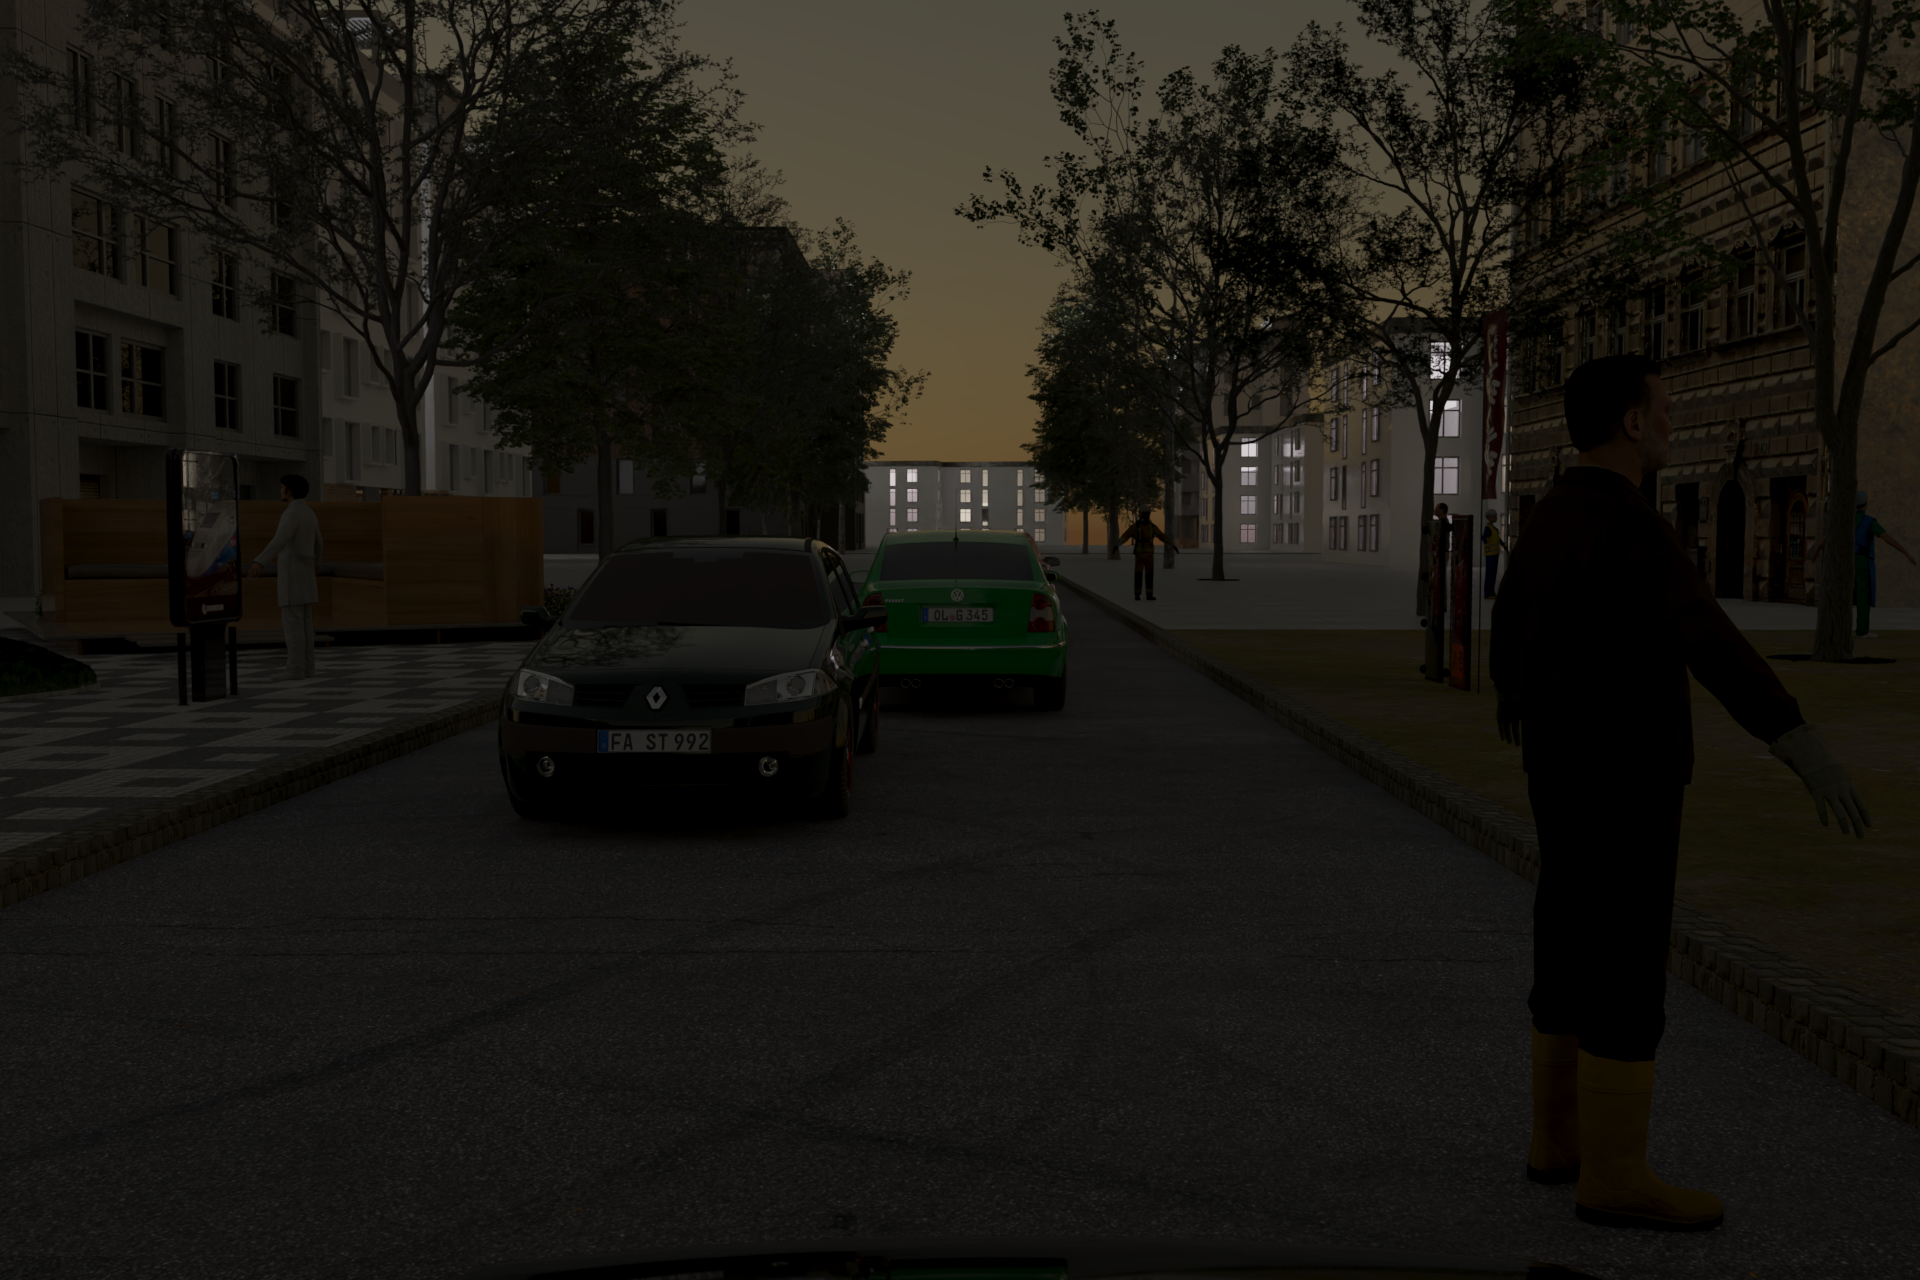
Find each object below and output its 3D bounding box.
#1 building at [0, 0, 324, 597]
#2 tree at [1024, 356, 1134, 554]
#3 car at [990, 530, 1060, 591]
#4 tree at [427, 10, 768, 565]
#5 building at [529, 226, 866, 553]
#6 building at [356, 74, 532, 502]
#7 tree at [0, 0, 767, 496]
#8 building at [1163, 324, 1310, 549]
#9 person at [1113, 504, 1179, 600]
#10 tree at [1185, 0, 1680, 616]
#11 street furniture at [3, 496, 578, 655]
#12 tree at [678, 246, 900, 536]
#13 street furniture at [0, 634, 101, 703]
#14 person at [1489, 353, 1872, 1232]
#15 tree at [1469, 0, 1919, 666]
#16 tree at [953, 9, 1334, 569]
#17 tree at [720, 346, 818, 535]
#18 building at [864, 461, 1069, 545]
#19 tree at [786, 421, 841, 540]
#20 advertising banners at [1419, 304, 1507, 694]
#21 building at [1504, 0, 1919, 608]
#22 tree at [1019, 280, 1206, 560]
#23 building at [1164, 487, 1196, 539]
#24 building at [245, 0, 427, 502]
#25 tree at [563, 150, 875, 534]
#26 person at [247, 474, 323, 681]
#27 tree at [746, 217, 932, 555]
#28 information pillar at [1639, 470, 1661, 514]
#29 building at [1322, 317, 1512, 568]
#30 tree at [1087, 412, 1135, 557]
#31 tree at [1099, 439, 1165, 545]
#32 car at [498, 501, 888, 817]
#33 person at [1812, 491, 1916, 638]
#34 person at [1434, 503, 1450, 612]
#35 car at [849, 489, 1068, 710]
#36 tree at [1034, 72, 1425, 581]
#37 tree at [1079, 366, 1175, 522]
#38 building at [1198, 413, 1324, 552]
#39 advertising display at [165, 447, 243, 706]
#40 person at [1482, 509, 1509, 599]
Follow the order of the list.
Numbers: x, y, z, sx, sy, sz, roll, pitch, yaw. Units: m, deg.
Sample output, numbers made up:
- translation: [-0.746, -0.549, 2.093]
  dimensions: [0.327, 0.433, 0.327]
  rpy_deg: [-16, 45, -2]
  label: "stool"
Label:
- translation: [-27.110, -10.297, 34.809]
  dimensions: [16.747, 18.905, 31.486]
  rpy_deg: [0, 4, 0]
  label: "building"
- translation: [7.682, -11.726, 109.850]
  dimensions: [7.486, 12.596, 7.792]
  rpy_deg: [0, 3, 0]
  label: "tree"
- translation: [0.354, -0.929, 24.222]
  dimensions: [2.155, 1.783, 4.494]
  rpy_deg: [0, 3, 0]
  label: "car"
- translation: [-8.363, -7.371, 38.650]
  dimensions: [7.486, 12.596, 7.792]
  rpy_deg: [0, 3, 0]
  label: "tree"
- translation: [-22.011, -17.588, 131.541]
  dimensions: [27.936, 21.610, 32.646]
  rpy_deg: [0, 3, 0]
  label: "building"
- translation: [-26.299, -13.236, 72.828]
  dimensions: [16.016, 20.090, 11.380]
  rpy_deg: [0, 3, 0]
  label: "building"
- translation: [-7.867, -6.986, 24.592]
  dimensions: [12.009, 13.543, 11.850]
  rpy_deg: [0, 3, 0]
  label: "tree"
- translation: [24.529, -18.812, 163.989]
  dimensions: [16.016, 20.090, 11.380]
  rpy_deg: [0, 4, 1]
  label: "building"
- translation: [3.574, -1.698, 33.523]
  dimensions: [1.354, 1.858, 0.705]
  rpy_deg: [-1, 4, -14]
  label: "person"
- translation: [7.068, -5.642, 26.661]
  dimensions: [8.767, 10.594, 7.601]
  rpy_deg: [3, 5, 40]
  label: "tree"
- translation: [-7.739, -1.007, 23.326]
  dimensions: [9.812, 1.723, 11.010]
  rpy_deg: [-2, 4, -32]
  label: "street furniture"
- translation: [-7.435, -10.398, 76.660]
  dimensions: [9.857, 13.997, 8.962]
  rpy_deg: [0, 3, 0]
  label: "tree"
- translation: [-9.567, 0.318, 10.432]
  dimensions: [5.734, 0.657, 10.072]
  rpy_deg: [0, 4, 2]
  label: "street furniture"
- translation: [1.411, 0.299, 3.704]
  dimensions: [0.704, 1.812, 1.346]
  rpy_deg: [0, 4, -8]
  label: "person"
- translation: [8.741, -5.579, 16.974]
  dimensions: [9.928, 11.665, 9.643]
  rpy_deg: [0, 3, 0]
  label: "tree"
- translation: [6.477, -12.738, 64.149]
  dimensions: [12.611, 20.169, 13.585]
  rpy_deg: [0, 3, 0]
  label: "tree"
- translation: [-7.498, -7.106, 66.553]
  dimensions: [4.737, 8.622, 4.395]
  rpy_deg: [0, 3, 0]
  label: "tree"
- translation: [-1.901, -15.535, 198.600]
  dimensions: [28.070, 9.664, 9.099]
  rpy_deg: [1, 4, 10]
  label: "building"
- translation: [-7.326, -8.421, 88.041]
  dimensions: [4.737, 8.622, 4.395]
  rpy_deg: [0, 3, 0]
  label: "tree"
- translation: [4.147, -1.108, 14.310]
  dimensions: [0.090, 3.025, 2.074]
  rpy_deg: [0, 4, 0]
  label: "advertising banners"
- translation: [24.296, -12.682, 38.287]
  dimensions: [19.493, 23.208, 18.063]
  rpy_deg: [0, 4, 1]
  label: "building"
- translation: [7.631, -10.957, 85.798]
  dimensions: [9.857, 13.997, 8.962]
  rpy_deg: [0, 3, 0]
  label: "tree"
- translation: [26.493, -19.806, 180.251]
  dimensions: [16.016, 20.090, 11.380]
  rpy_deg: [0, 4, 0]
  label: "building"
- translation: [-25.604, -12.046, 53.377]
  dimensions: [16.016, 20.090, 11.380]
  rpy_deg: [0, 4, 0]
  label: "building"
- translation: [-7.628, -8.884, 55.626]
  dimensions: [12.009, 13.543, 11.850]
  rpy_deg: [0, 3, 0]
  label: "tree"
- translation: [-5.896, -0.558, 15.311]
  dimensions: [0.705, 1.806, 1.347]
  rpy_deg: [0, 4, 2]
  label: "person"
- translation: [-8.097, -15.314, 106.270]
  dimensions: [12.611, 20.169, 13.585]
  rpy_deg: [0, 3, 0]
  label: "tree"
- translation: [5.071, -0.525, 13.079]
  dimensions: [0.304, 2.012, 0.304]
  rpy_deg: [0, 4, -1]
  label: "information pillar"
- translation: [21.163, -7.648, 67.187]
  dimensions: [9.099, 9.664, 28.070]
  rpy_deg: [0, 4, 1]
  label: "building"
- translation: [8.398, -9.028, 97.973]
  dimensions: [4.360, 8.622, 3.978]
  rpy_deg: [0, 3, 0]
  label: "tree"
- translation: [19.421, -17.455, 195.752]
  dimensions: [12.009, 13.543, 11.850]
  rpy_deg: [0, 3, 0]
  label: "tree"
- translation: [-1.394, -0.013, 9.995]
  dimensions: [2.009, 1.686, 4.222]
  rpy_deg: [0, 4, 0]
  label: "car"
- translation: [11.116, -0.935, 21.422]
  dimensions: [0.704, 1.817, 1.347]
  rpy_deg: [-2, 4, -30]
  label: "person"
- translation: [7.897, -1.361, 28.523]
  dimensions: [0.705, 1.796, 1.348]
  rpy_deg: [1, 4, 15]
  label: "person"
- translation: [-0.046, -0.406, 15.431]
  dimensions: [1.959, 1.807, 4.718]
  rpy_deg: [0, 4, -1]
  label: "car"
- translation: [7.035, -8.367, 47.178]
  dimensions: [12.009, 13.543, 11.850]
  rpy_deg: [0, 3, 0]
  label: "tree"
- translation: [7.892, -7.614, 74.844]
  dimensions: [4.360, 8.622, 3.978]
  rpy_deg: [0, 3, 0]
  label: "tree"
- translation: [24.768, -11.761, 134.444]
  dimensions: [9.099, 9.664, 28.070]
  rpy_deg: [0, 4, 1]
  label: "building"
- translation: [-5.802, -0.496, 13.331]
  dimensions: [0.123, 1.923, 0.974]
  rpy_deg: [0, 4, 2]
  label: "advertising display"
- translation: [10.529, -1.687, 34.045]
  dimensions: [0.721, 1.772, 1.216]
  rpy_deg: [3, 4, 36]
  label: "person"
